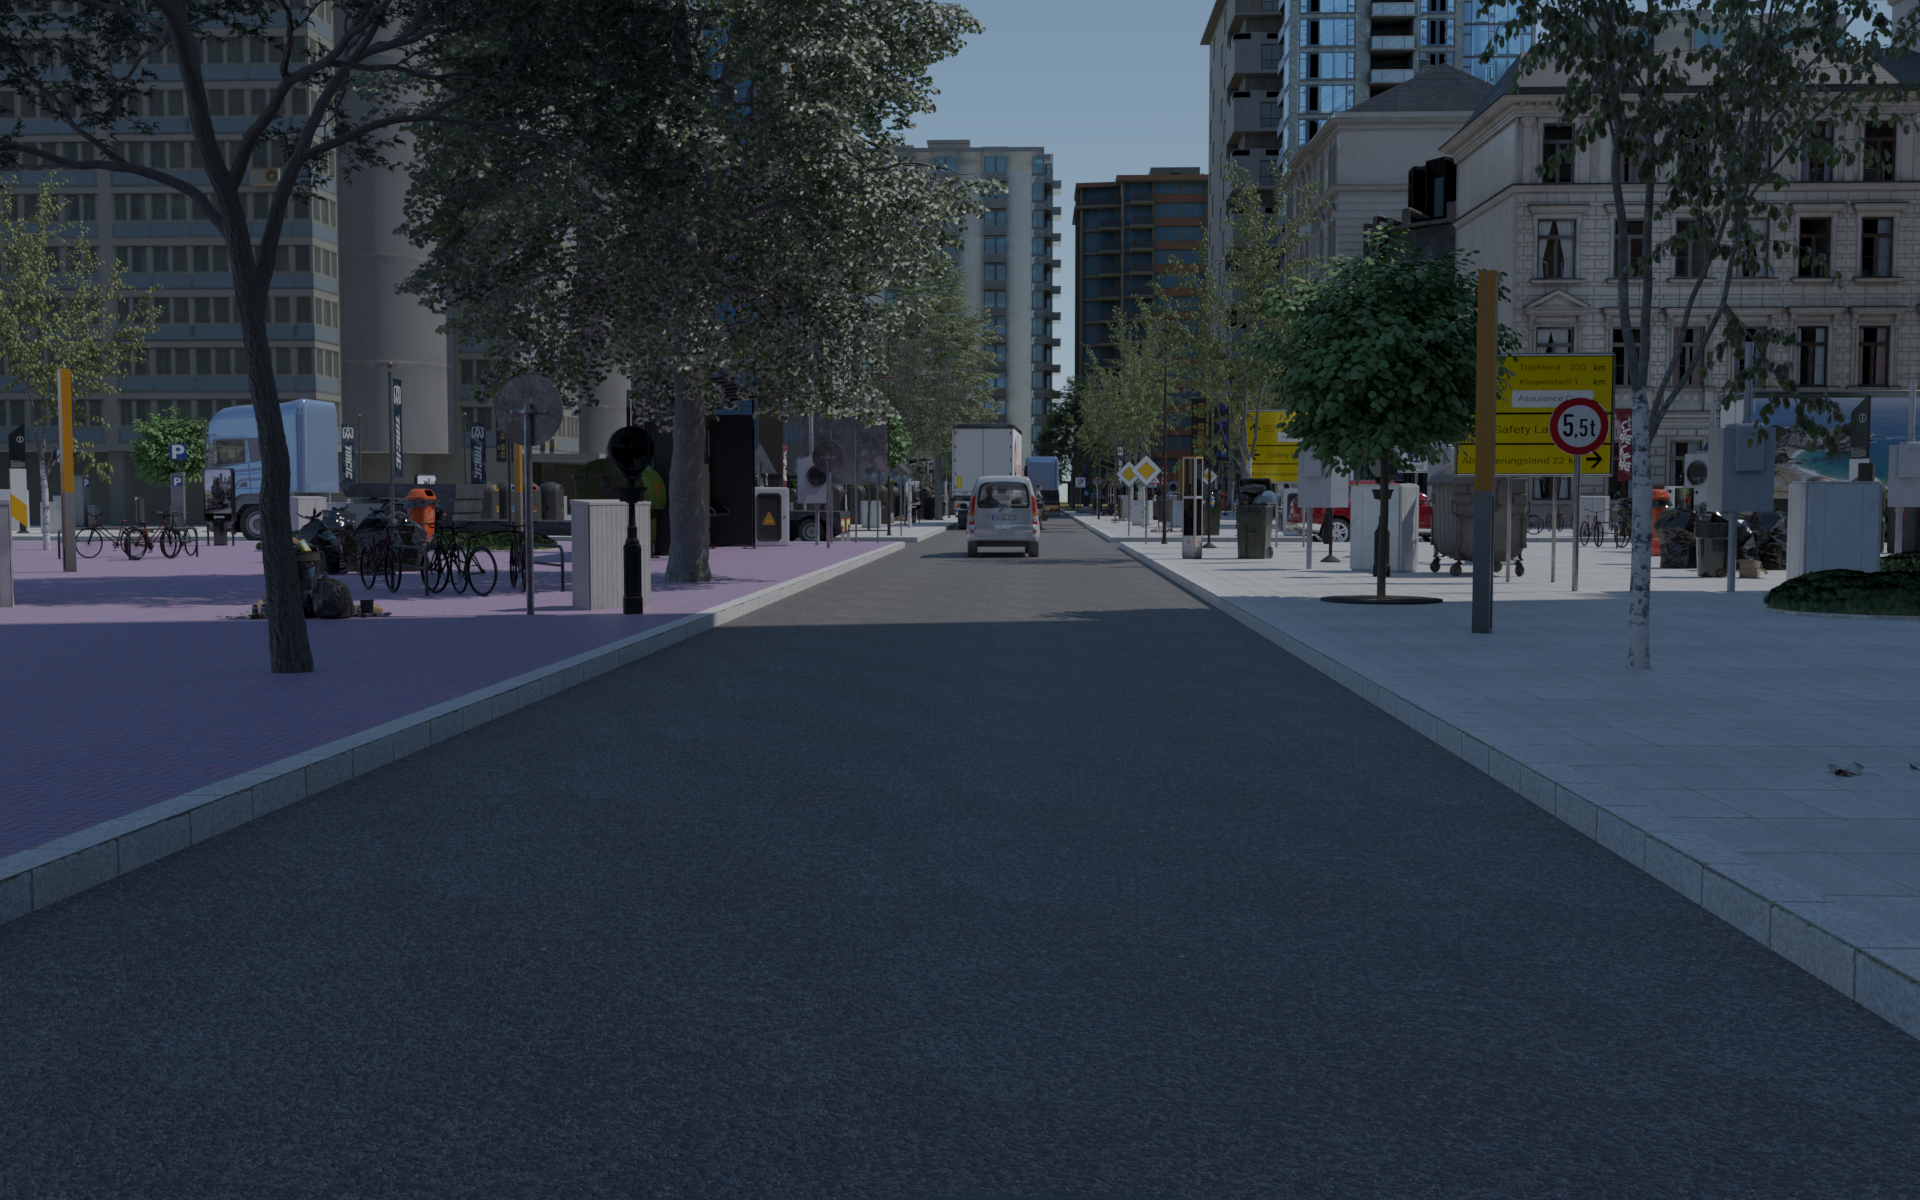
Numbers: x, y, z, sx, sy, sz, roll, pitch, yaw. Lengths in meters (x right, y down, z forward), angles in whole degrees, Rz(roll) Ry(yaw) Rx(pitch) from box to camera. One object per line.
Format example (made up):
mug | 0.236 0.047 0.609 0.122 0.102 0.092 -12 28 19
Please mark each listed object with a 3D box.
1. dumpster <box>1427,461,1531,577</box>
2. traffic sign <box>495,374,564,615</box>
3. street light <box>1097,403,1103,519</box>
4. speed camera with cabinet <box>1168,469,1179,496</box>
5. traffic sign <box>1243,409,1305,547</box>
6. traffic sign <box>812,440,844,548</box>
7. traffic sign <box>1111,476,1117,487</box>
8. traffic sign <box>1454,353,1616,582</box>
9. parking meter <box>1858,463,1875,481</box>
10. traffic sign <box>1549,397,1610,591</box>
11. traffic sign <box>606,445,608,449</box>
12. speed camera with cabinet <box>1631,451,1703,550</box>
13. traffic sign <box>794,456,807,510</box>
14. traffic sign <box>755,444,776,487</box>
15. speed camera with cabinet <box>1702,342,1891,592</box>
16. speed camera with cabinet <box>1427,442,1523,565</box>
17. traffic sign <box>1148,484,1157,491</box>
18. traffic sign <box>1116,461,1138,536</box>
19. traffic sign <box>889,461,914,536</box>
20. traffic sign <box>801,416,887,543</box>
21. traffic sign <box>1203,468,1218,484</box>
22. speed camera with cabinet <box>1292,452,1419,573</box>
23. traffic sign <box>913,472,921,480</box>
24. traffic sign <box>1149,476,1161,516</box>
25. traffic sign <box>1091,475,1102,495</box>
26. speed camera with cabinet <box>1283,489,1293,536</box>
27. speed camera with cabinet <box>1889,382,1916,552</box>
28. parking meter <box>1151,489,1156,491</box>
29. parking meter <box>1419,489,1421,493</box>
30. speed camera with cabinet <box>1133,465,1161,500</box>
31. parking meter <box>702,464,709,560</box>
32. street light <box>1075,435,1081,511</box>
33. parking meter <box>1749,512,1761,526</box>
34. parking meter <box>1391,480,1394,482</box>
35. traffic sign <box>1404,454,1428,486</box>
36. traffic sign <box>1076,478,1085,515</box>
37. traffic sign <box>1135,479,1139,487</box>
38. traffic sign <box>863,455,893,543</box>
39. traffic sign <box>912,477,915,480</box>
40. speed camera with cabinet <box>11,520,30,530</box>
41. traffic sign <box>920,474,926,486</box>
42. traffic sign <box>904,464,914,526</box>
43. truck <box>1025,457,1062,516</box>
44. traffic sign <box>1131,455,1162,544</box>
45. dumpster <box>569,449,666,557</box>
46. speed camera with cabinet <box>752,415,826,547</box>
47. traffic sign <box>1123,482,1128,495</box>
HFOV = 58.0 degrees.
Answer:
dumpster | 8.263 -1.336 27.597 1.264 1.857 1.865 0 4 2
traffic sign | -4.575 -1.117 18.372 0.768 2.556 0.104 1 4 9
street light | 7.041 -7.032 87.759 0.468 5.910 1.993 0 4 2
speed camera with cabinet | 14.392 -7.770 121.370 2.038 3.252 0.660 2 4 28
traffic sign | 7.951 -2.921 41.626 2.265 3.308 0.079 0 4 6
traffic sign | -3.116 -2.494 40.880 0.768 2.556 0.104 0 4 5
traffic sign | 10.860 -7.416 121.349 0.768 2.556 0.104 1 4 10
traffic sign | 8.296 -1.909 25.079 2.265 3.308 0.079 0 4 3
parking meter | 17.005 -1.641 32.537 0.255 1.863 0.399 2 4 33
traffic sign | 8.109 -1.386 22.764 0.768 2.556 0.104 0 4 7
traffic sign | -7.373 -2.305 37.796 0.768 2.556 0.104 1 4 11
speed camera with cabinet | 15.729 -2.665 37.903 0.660 3.252 2.038 -2 4 -28
traffic sign | -5.024 -3.433 56.232 0.768 2.556 0.104 0 4 7
traffic sign | -5.162 -2.729 44.615 0.884 2.594 0.081 1 4 9
speed camera with cabinet | 10.963 -1.739 22.766 2.038 3.252 0.660 0 4 3
speed camera with cabinet | 9.533 -2.307 32.062 0.660 3.252 2.038 -2 4 -24
traffic sign | 12.217 -6.604 110.112 0.606 2.300 0.079 1 4 9
traffic sign | 5.137 -2.998 52.660 0.795 2.450 0.064 0 4 2
traffic sign | -1.800 -3.017 52.971 0.795 2.450 0.064 0 4 2
traffic sign | -3.054 -3.157 45.483 2.265 3.308 0.079 0 4 4
traffic sign | 10.739 -4.510 74.922 0.795 2.450 0.064 1 4 11
speed camera with cabinet | 6.674 -2.122 29.037 0.660 3.252 2.038 -3 5 -43
traffic sign | -2.584 -6.050 99.023 0.768 2.556 0.104 1 4 12
traffic sign | 10.419 -5.710 93.369 0.884 2.594 0.081 0 4 4
traffic sign | 9.352 -7.222 118.182 0.768 2.556 0.104 1 4 10
speed camera with cabinet | 10.947 -3.585 52.947 2.038 3.252 0.660 1 4 20
speed camera with cabinet | 17.505 -2.211 30.481 2.038 3.252 0.660 2 4 29
parking meter | 12.901 -6.706 115.360 0.399 1.863 0.255 0 4 -5
parking meter | 19.738 -4.064 74.857 0.372 1.533 0.369 0 3 0
speed camera with cabinet | 12.581 -7.471 116.483 2.038 3.252 0.660 1 4 23
parking meter | -5.126 -1.720 33.829 0.399 1.863 0.255 2 4 29
street light | 8.672 -9.432 126.997 0.468 5.910 1.993 0 4 2
parking meter | 19.030 -2.012 41.300 0.372 1.533 0.369 0 3 0
parking meter | 15.135 -3.395 61.220 0.399 1.863 0.255 2 4 34
traffic sign | 8.817 -1.919 33.502 0.606 2.300 0.079 1 4 11
traffic sign | 7.435 -6.414 107.001 0.606 2.300 0.079 0 4 3
traffic sign | 12.444 -7.227 119.346 0.795 2.450 0.064 1 4 9
traffic sign | -2.135 -2.529 44.993 0.795 2.450 0.064 0 4 2
traffic sign | -2.681 -5.515 90.175 0.884 2.594 0.081 0 4 7
speed camera with cabinet | -34.043 -4.083 61.087 2.038 3.252 0.660 -1 4 -22
traffic sign | -2.467 -6.645 108.759 0.768 2.556 0.104 0 4 5
traffic sign | -2.241 -4.311 70.598 0.768 2.556 0.104 0 4 4
truck | 5.599 -7.903 118.979 2.967 4.110 18.799 0 4 3
traffic sign | 4.802 -2.510 44.682 0.795 2.450 0.064 0 4 2
dumpster | -6.637 -1.902 33.591 1.502 2.255 1.985 0 4 2
speed camera with cabinet | -4.255 -2.955 42.657 2.038 3.252 0.660 -2 4 -24
traffic sign | 9.248 -5.867 96.025 0.768 2.556 0.104 1 4 9
